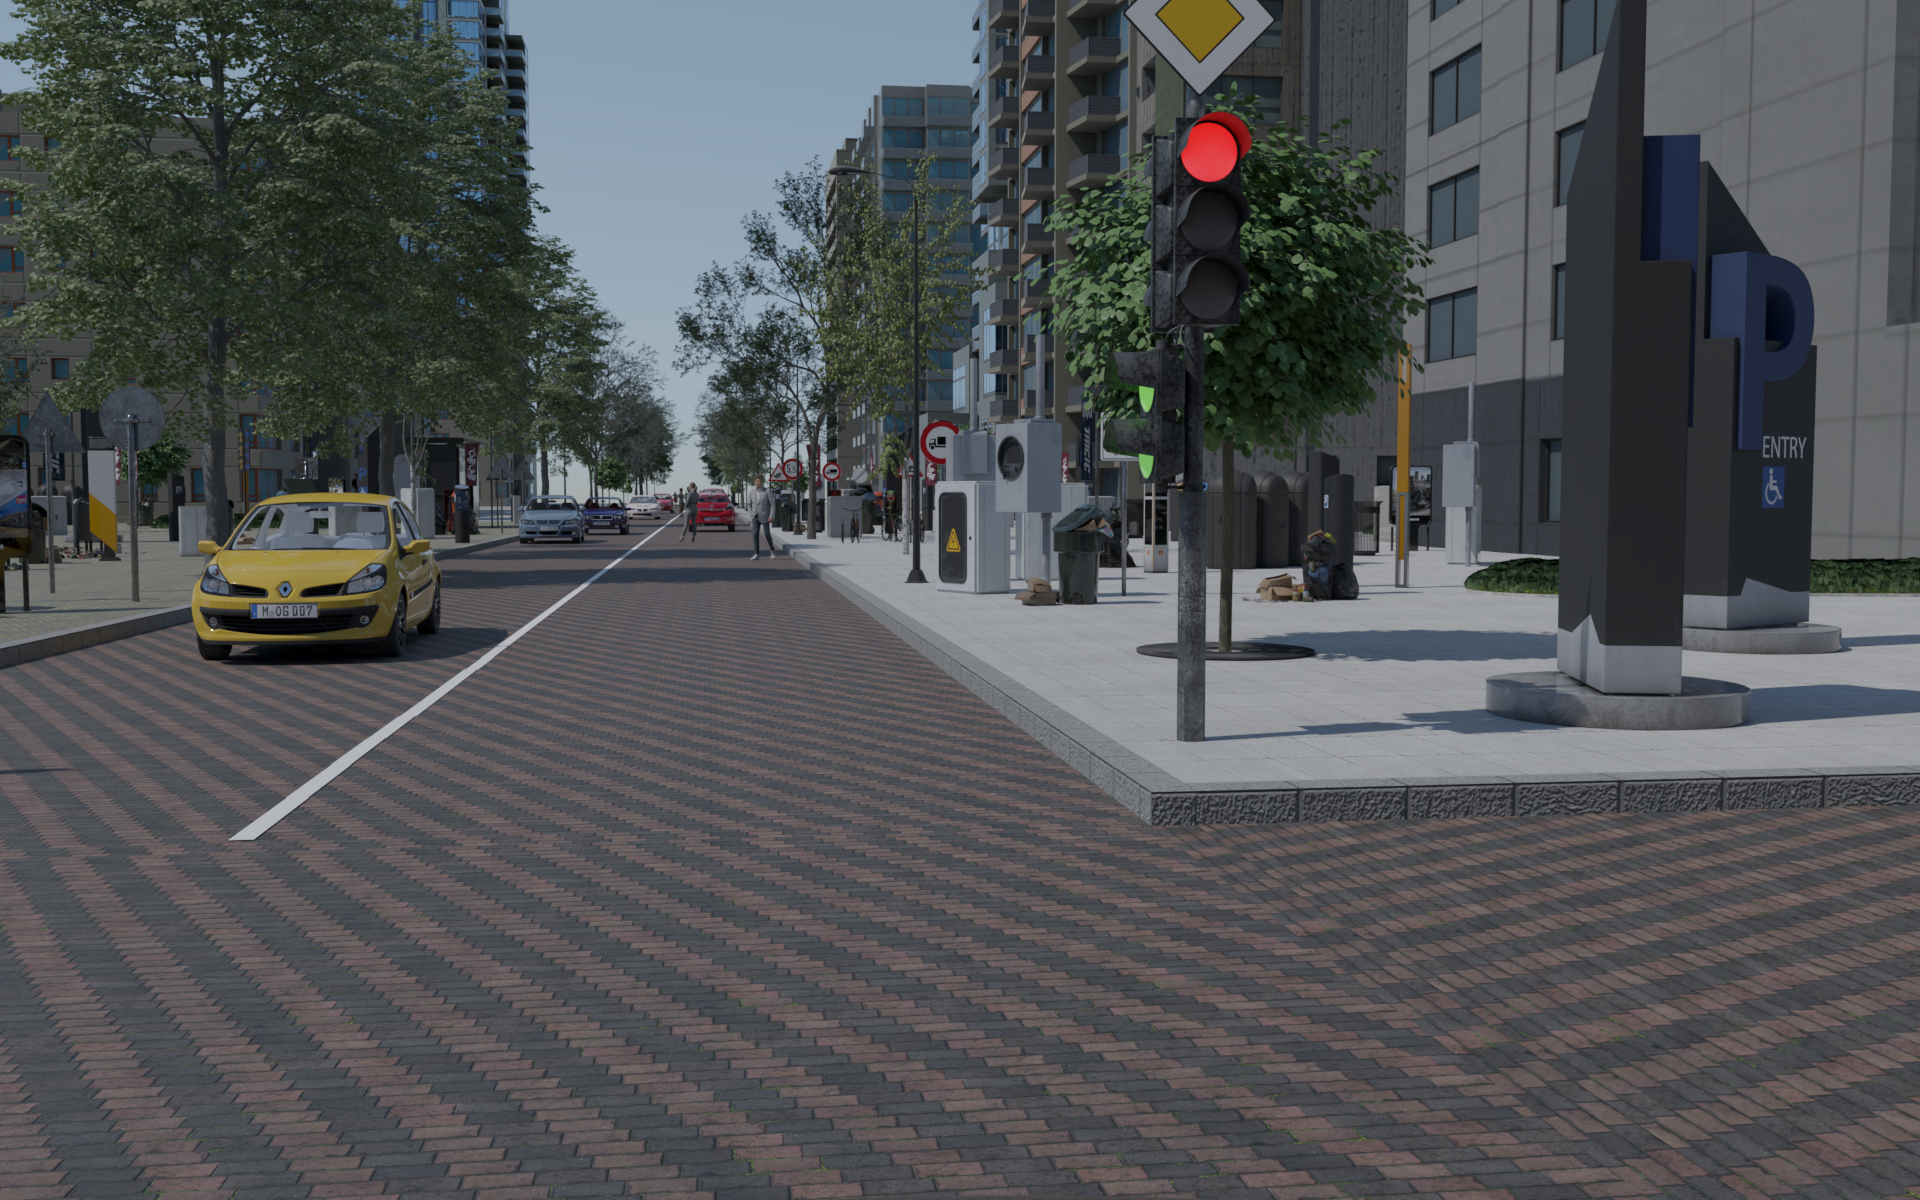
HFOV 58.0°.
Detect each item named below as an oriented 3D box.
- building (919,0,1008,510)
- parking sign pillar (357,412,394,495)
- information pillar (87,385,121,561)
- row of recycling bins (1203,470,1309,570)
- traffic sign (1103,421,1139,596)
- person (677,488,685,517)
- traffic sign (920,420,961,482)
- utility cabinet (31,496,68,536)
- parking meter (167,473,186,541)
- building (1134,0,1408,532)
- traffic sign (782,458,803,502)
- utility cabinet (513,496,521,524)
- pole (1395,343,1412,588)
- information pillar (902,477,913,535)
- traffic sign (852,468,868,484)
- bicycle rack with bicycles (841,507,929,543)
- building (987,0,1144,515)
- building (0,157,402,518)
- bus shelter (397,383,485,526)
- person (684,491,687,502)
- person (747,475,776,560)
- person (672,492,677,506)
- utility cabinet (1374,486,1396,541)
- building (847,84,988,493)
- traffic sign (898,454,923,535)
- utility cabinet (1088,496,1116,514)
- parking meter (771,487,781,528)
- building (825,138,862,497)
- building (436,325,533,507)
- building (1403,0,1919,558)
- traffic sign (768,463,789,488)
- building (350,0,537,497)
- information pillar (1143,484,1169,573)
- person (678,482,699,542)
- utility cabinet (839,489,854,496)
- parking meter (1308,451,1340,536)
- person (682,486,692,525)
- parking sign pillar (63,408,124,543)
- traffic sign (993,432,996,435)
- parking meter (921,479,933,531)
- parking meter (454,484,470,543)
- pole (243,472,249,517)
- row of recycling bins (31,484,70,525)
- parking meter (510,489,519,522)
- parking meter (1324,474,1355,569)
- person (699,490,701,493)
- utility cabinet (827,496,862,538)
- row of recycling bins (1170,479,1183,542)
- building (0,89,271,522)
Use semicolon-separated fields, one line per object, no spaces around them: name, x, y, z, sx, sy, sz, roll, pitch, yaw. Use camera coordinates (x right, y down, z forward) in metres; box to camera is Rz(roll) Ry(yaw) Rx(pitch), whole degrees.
building;9.213;-50.075;131.405;22.319;86.520;31.000;-1;4;-8
parking sign pillar;-18.921;-4.139;56.146;1.447;3.967;1.447;1;4;21
information pillar;-16.384;-2.553;33.102;0.504;3.616;0.183;0;4;-6
row of recycling bins;5.607;-1.441;30.681;1.069;1.692;3.534;3;5;42
traffic sign;2.057;-1.196;21.689;0.606;2.300;0.079;0;4;-5
person;-17.382;-6.099;108.213;0.705;1.824;1.348;1;4;23
traffic sign;-0.316;-1.824;29.934;0.768;2.556;0.104;0;4;-4
utility cabinet;-28.277;-2.602;53.712;0.306;1.237;1.020;3;5;43
parking meter;-21.449;-2.553;47.449;0.255;1.863;0.399;2;4;34
building;13.598;-17.925;64.772;14.160;30.474;14.107;-1;4;-8
traffic sign;-5.952;-3.761;61.599;0.768;2.556;0.104;0;4;-8
utility cabinet;-18.941;-3.847;74.058;0.306;1.237;1.020;-1;4;-17
pole;6.047;-1.820;23.601;0.158;3.312;0.155;0;3;0
information pillar;-1.622;-3.055;54.433;0.304;2.012;0.304;1;4;18
traffic sign;-4.806;-5.083;83.215;0.768;2.556;0.104;0;4;-8
bicycle rack with bicycles;-2.110;-2.000;46.089;2.852;0.926;2.925;0;4;-3
building;13.461;-27.385;102.366;22.147;44.769;28.867;-1;4;-8
building;-53.385;-16.869;120.849;27.650;21.520;28.899;-1;4;-8
bus shelter;-19.563;-5.357;65.217;2.179;5.291;8.768;-1;4;-8
person;-36.324;-13.530;229.804;1.350;1.814;0.705;-3;4;-38
person;-4.333;-1.807;37.890;0.661;1.843;0.795;1;4;17
person;-35.097;-12.484;213.348;1.217;1.736;0.721;-1;4;-15
utility cabinet;11.641;-2.309;46.434;0.318;1.500;1.173;-3;4;-36
building;-1.091;-35.924;206.961;23.786;49.044;30.456;-1;4;-8
traffic sign;-1.582;-3.292;53.829;0.884;2.594;0.081;0;4;-7
utility cabinet;3.970;-2.340;49.417;1.020;1.237;0.306;-3;4;-36
parking meter;-6.990;-3.518;65.936;0.372;1.533;0.369;0;3;0
building;-6.661;-37.268;233.034;21.300;48.544;21.600;-1;4;-8
building;-62.414;-21.048;189.173;27.650;21.520;28.899;-1;4;-8
building;22.598;-36.361;32.760;20.611;71.187;20.563;-1;4;-8
traffic sign;-7.553;-4.409;72.098;0.884;2.594;0.081;0;4;-5
building;-64.784;-55.368;217.942;22.319;86.520;31.000;-1;4;-8
information pillar;3.188;-1.445;28.124;0.304;2.012;0.304;-2;4;-25
person;-8.184;-2.656;52.197;0.573;1.790;0.520;1;4;16
utility cabinet;-4.855;-4.213;77.558;0.318;1.500;1.173;3;5;45
parking meter;5.010;-1.109;23.836;0.399;1.863;0.255;-2;4;-33
person;-12.657;-4.408;80.750;0.526;1.800;0.537;-2;4;-31
parking sign pillar;-23.115;-3.524;46.082;1.447;3.967;1.447;-2;4;-26
traffic sign;0.917;-2.014;33.035;0.768;2.556;0.104;0;4;-4
parking meter;-1.138;-3.336;60.263;0.255;1.863;0.399;-2;4;-35
parking meter;-13.033;-2.258;45.337;0.372;1.533;0.369;0;3;0
pole;-30.240;-4.864;73.365;0.158;3.312;0.155;0;3;0
row of recycling bins;-37.749;-3.894;70.778;3.534;1.692;1.069;-3;4;-37
parking meter;-20.615;-4.391;80.197;0.372;1.533;0.369;0;3;0
parking meter;4.846;-0.840;22.149;0.372;1.533;0.369;0;3;0
person;-22.485;-8.584;149.373;0.617;1.759;0.750;2;4;30
utility cabinet;-3.408;-2.443;51.103;1.020;1.237;0.306;-2;4;-29
row of recycling bins;6.984;-2.375;45.948;1.069;1.692;3.534;-3;5;-39
building;-48.299;-15.131;92.432;27.650;21.520;28.899;-1;4;-8
